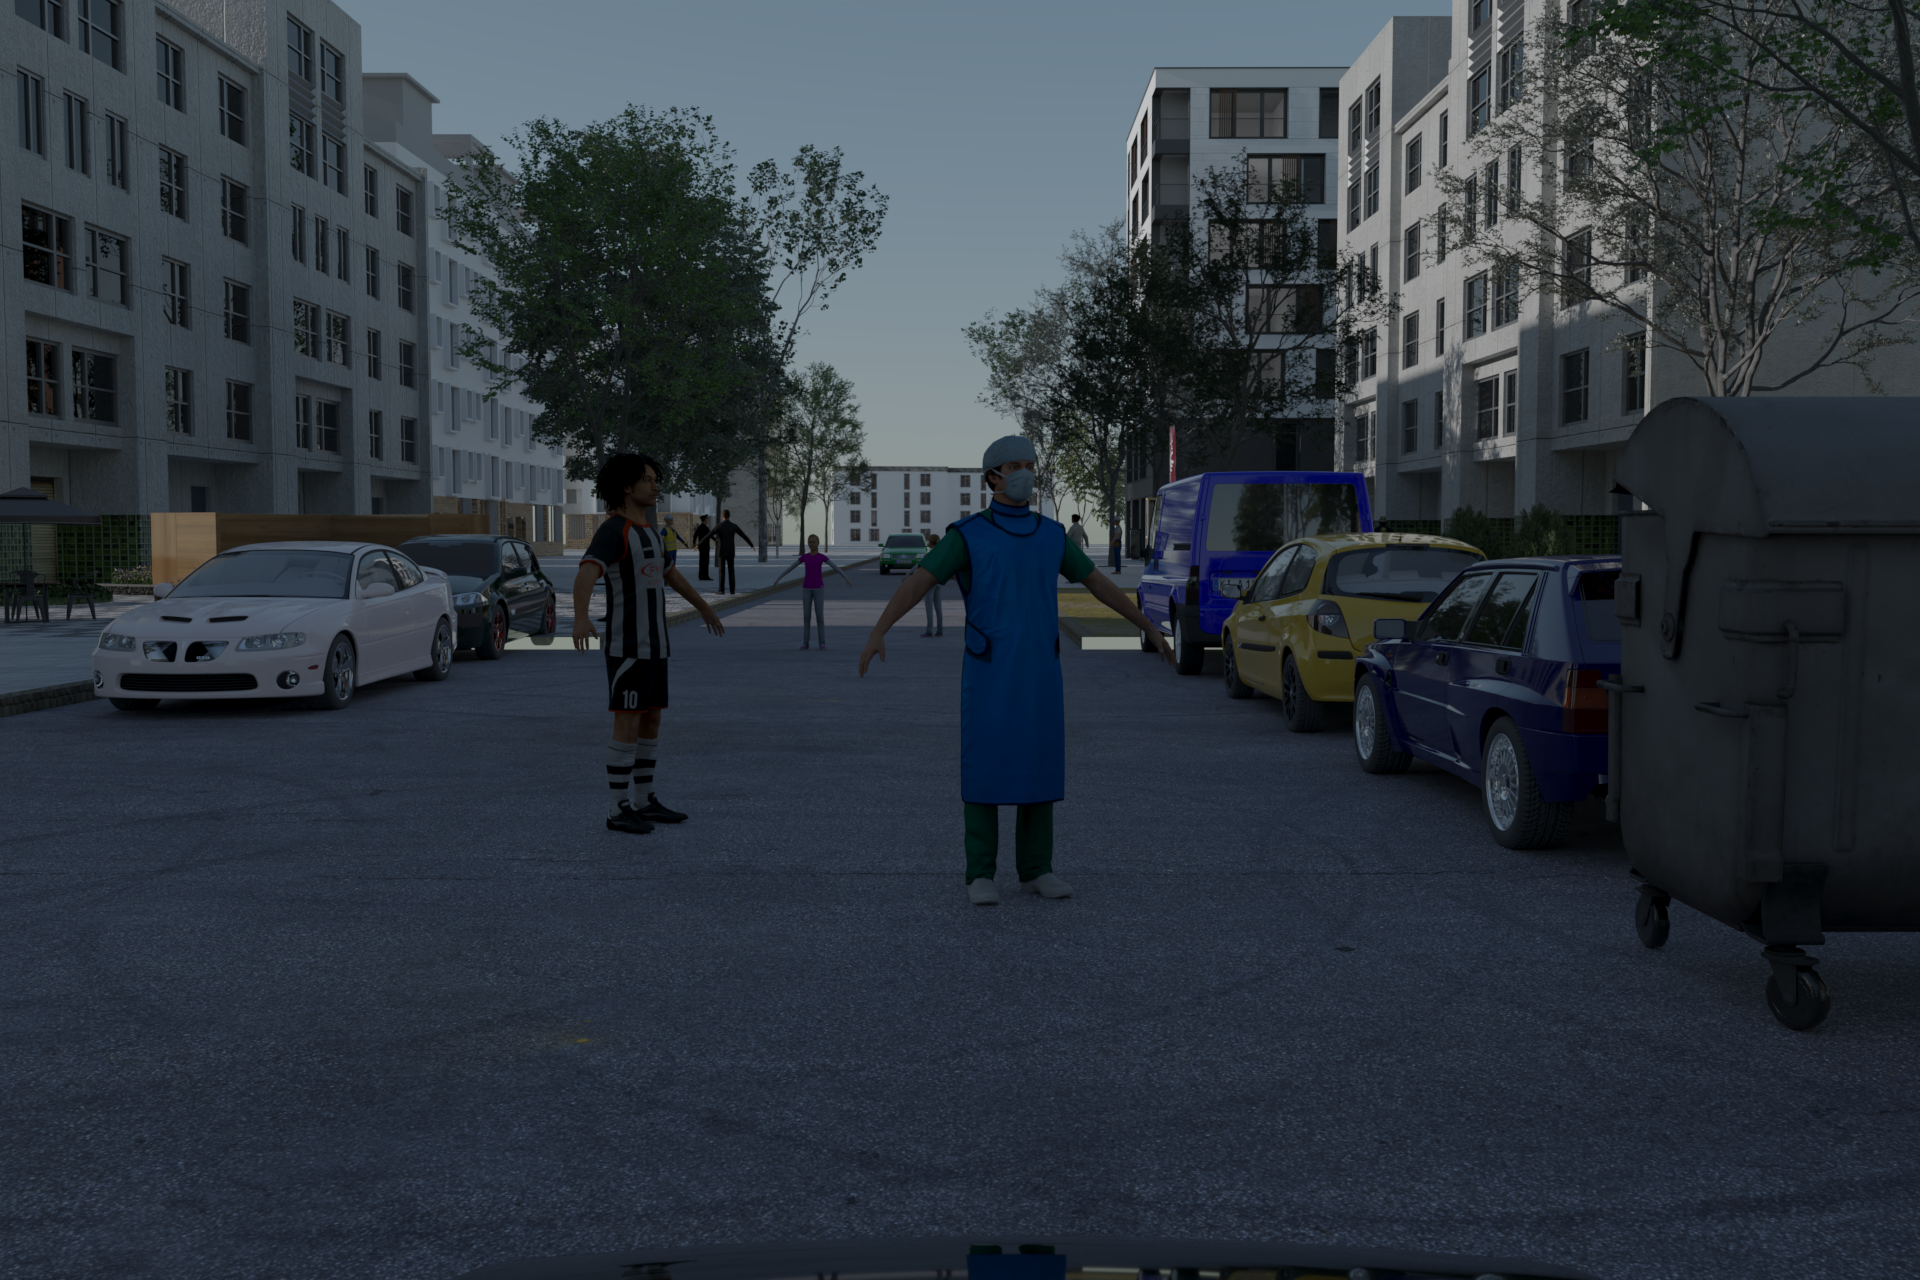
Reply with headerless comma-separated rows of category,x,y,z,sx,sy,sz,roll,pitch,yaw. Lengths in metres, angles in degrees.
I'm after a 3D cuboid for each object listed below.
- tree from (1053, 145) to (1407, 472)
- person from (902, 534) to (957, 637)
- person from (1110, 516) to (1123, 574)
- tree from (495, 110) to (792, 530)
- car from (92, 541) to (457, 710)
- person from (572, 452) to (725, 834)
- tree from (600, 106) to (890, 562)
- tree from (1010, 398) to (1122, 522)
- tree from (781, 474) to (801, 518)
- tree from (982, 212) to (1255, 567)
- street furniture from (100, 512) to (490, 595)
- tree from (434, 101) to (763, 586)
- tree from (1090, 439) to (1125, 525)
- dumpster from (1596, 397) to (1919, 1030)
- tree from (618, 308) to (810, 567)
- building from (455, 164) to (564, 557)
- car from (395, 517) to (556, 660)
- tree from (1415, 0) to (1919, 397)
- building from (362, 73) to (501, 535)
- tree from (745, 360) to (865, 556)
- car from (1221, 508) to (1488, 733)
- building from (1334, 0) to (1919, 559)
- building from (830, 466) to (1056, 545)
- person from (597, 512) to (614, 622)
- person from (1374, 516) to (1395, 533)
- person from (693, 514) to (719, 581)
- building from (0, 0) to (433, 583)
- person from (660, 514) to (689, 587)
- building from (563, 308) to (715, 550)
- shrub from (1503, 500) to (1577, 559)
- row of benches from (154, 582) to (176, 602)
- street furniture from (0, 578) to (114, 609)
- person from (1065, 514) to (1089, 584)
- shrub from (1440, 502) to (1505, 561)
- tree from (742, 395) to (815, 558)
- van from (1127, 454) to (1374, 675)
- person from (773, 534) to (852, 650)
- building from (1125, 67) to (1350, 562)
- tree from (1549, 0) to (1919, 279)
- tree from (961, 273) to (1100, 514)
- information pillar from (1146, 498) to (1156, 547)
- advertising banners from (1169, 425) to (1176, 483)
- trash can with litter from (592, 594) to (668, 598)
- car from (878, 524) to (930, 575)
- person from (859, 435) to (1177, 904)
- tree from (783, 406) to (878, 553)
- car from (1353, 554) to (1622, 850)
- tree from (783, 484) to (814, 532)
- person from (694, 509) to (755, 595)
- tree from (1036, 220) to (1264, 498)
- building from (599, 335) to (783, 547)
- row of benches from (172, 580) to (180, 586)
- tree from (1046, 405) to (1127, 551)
tree,6.422,-6.619,42.633,8.767,10.594,7.601,0,4,7
person,-0.408,-0.760,24.156,0.991,1.433,0.599,-3,5,-42
person,5.003,-3.026,55.326,0.705,1.847,1.347,1,4,14
tree,-9.454,-8.942,52.862,9.857,13.997,8.962,0,3,0
car,-5.956,-0.198,15.595,2.083,1.381,4.827,0,3,0
person,-1.552,0.011,8.427,0.704,1.843,1.345,1,4,19
tree,-10.348,-13.616,78.518,12.611,20.169,13.585,0,3,0
tree,6.550,-10.952,113.482,8.767,10.594,7.601,1,4,11
tree,-22.526,-17.003,212.413,7.601,10.594,8.767,0,4,-7
tree,5.882,-9.595,67.241,12.009,13.543,11.850,0,3,0
street furniture,-14.063,-1.990,39.391,11.010,1.723,9.812,2,4,25
tree,-8.734,-7.171,42.995,9.928,11.665,9.643,0,3,0
tree,21.241,-19.048,218.095,9.857,13.997,8.962,0,3,0
dumpster,3.112,0.168,5.468,1.865,1.857,1.264,0,4,0
tree,-9.486,-8.082,66.550,8.767,10.594,7.601,1,4,11
building,-28.516,-14.290,90.067,16.016,20.090,11.380,0,4,-1
car,-6.107,-0.683,20.951,2.009,1.686,4.222,0,4,0
tree,13.067,-7.271,29.246,12.009,13.543,11.850,0,3,0
building,-27.733,-13.217,72.518,16.016,20.090,11.380,0,4,1
tree,-9.241,-10.827,102.781,9.928,11.665,9.643,0,3,0
car,3.196,-0.227,13.933,2.015,1.641,3.980,0,4,-1
building,23.098,-11.362,52.226,16.747,18.905,31.486,0,4,0
building,-2.090,-16.567,215.469,28.070,9.664,9.099,0,4,-7
person,-5.064,-1.163,25.200,0.705,1.806,1.347,-3,5,-40
person,13.200,-2.958,54.140,1.354,1.856,0.705,0,4,6
person,-7.034,-2.561,47.812,0.705,1.837,1.347,-3,5,-42
building,-29.136,-11.363,52.242,16.747,18.905,31.486,0,4,0
person,-7.026,-2.193,42.320,0.721,1.772,1.216,2,4,27
building,-27.396,-17.664,145.227,16.016,20.090,11.380,0,4,0
shrub,12.789,-2.062,38.140,1.690,2.028,1.600,0,3,0
row of benches,-9.023,-0.443,22.707,4.104,0.672,1.422,2,4,32
street furniture,-20.547,-0.879,29.991,10.072,0.657,5.734,0,4,2
person,2.978,-2.377,45.051,0.705,1.806,1.347,3,5,41
shrub,11.810,-2.199,40.371,1.690,2.028,1.600,0,3,0
tree,-9.643,-8.601,90.986,4.360,8.622,3.978,0,3,0
van,3.135,-0.909,19.251,2.240,2.365,5.245,0,3,0
person,-1.825,-0.594,21.442,0.991,1.433,0.599,0,4,5
building,22.581,-15.193,92.379,27.936,21.610,32.646,0,4,0
tree,9.008,-5.466,15.120,9.928,11.665,9.643,0,3,0
tree,6.525,-16.554,126.550,12.611,20.169,13.585,0,3,0
information pillar,3.957,-1.889,35.385,0.304,2.012,0.304,0,4,0
advertising banners,3.400,-1.995,28.806,0.090,3.025,2.074,0,4,-1
trash can with litter,-6.679,-1.492,35.446,1.678,1.210,2.233,0,4,1
car,-1.939,-3.272,62.286,1.959,1.807,4.718,0,4,0
person,0.214,0.109,6.797,1.347,1.817,0.704,-1,4,-23
tree,-8.966,-11.312,119.356,7.601,10.594,8.767,-3,4,-36
car,3.297,0.206,9.217,1.945,1.354,3.894,0,4,-1
tree,-19.965,-16.443,219.203,4.360,8.622,3.978,0,3,0
person,-4.961,-1.865,36.712,1.346,1.802,0.704,-2,4,-25
tree,5.784,-7.221,52.474,7.601,10.594,8.767,-1,4,-21
building,-28.835,-21.393,180.709,19.493,23.208,18.063,0,4,0
row of benches,-9.842,-0.661,26.264,1.422,0.672,4.104,3,4,38
tree,6.233,-8.385,87.464,4.737,8.622,4.395,0,3,0
